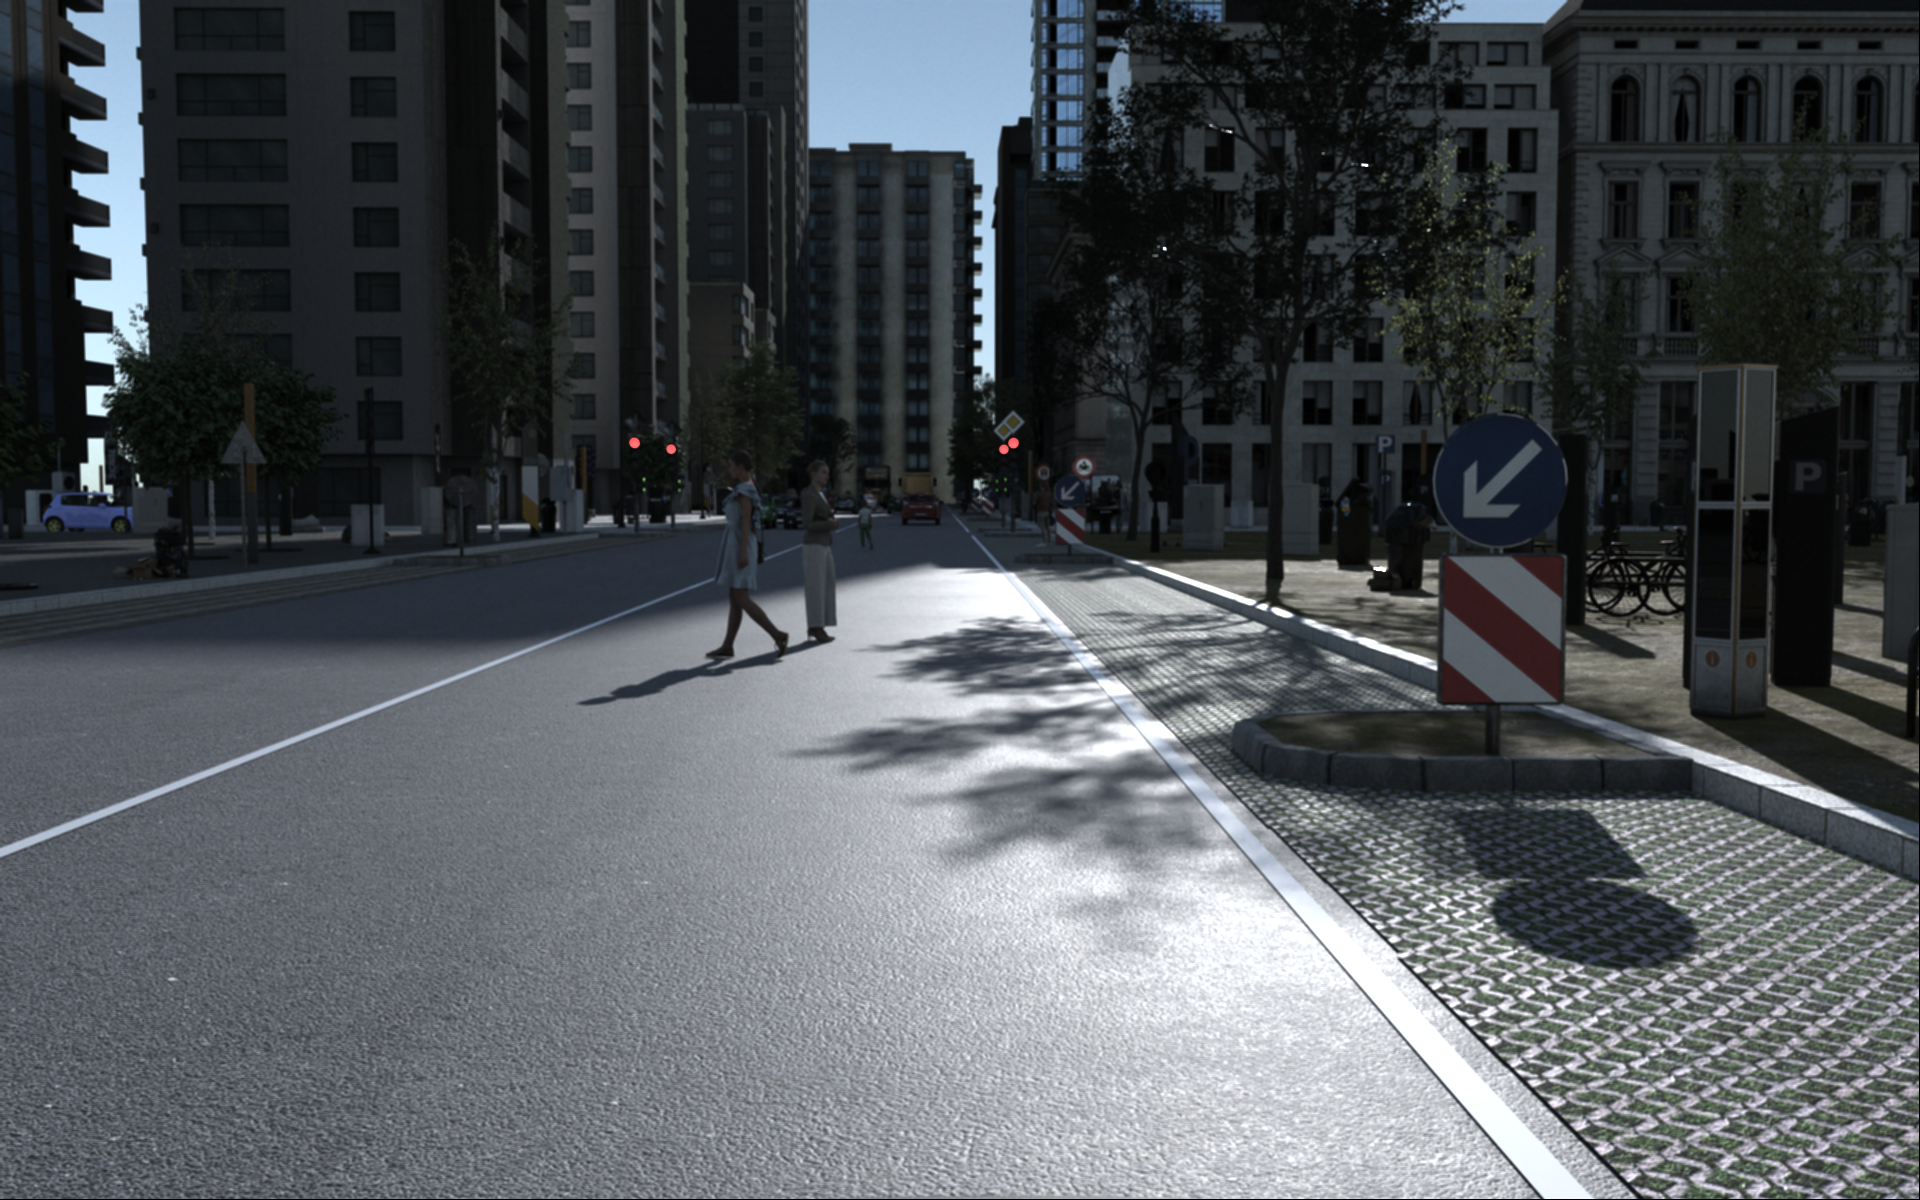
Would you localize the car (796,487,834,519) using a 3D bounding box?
[{"bbox_3d":[-8.318,-5.536,99.190,2.281,1.827,5.304,0,4,-1],"label":"car"}]

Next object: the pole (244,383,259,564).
[{"bbox_3d":[-13.057,-2.328,31.908,0.158,3.312,0.155,0,3,0],"label":"pole"}]

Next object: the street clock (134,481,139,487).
[{"bbox_3d":[-47.148,-5.785,99.146,0.358,2.002,0.471,-2,4,-30],"label":"street clock"}]

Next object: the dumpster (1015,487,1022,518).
[{"bbox_3d":[3.488,-5.248,91.555,1.264,1.857,1.865,0,4,-1],"label":"dumpster"}]

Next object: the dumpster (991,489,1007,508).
[{"bbox_3d":[2.919,-7.567,129.478,1.264,1.857,1.865,0,4,-1],"label":"dumpster"}]

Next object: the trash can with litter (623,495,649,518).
[{"bbox_3d":[-17.186,-4.926,91.595,2.233,1.210,1.678,0,4,3],"label":"trash can with litter"}]

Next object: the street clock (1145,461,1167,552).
[{"bbox_3d":[4.307,-2.054,38.161,0.471,2.002,0.358,0,4,2],"label":"street clock"}]

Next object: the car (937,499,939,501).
[{"bbox_3d":[-2.619,-7.629,136.731,2.014,1.417,4.499,0,4,-1],"label":"car"}]

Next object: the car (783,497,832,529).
[{"bbox_3d":[-6.263,-3.605,71.524,1.945,1.354,3.894,0,4,1],"label":"car"}]

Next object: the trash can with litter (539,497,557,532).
[{"bbox_3d":[-13.972,-2.870,58.312,0.624,1.170,1.055,-2,4,-30],"label":"trash can with litter"}]

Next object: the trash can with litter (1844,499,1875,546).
[{"bbox_3d":[21.968,-1.916,42.716,0.624,1.170,1.055,-2,4,-32],"label":"trash can with litter"}]

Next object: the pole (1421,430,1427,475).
[{"bbox_3d":[14.746,-3.749,55.136,0.158,3.312,0.155,0,3,0],"label":"pole"}]

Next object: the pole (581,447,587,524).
[{"bbox_3d":[-16.186,-4.940,74.607,0.158,3.312,0.155,0,3,0],"label":"pole"}]

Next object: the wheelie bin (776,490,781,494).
[{"bbox_3d":[-14.248,-7.752,134.650,0.980,1.594,0.693,0,4,-5],"label":"wheelie bin"}]

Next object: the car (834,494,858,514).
[{"bbox_3d":[-8.369,-6.922,124.968,2.131,1.459,4.920,0,4,-1],"label":"car"}]

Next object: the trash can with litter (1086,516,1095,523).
[{"bbox_3d":[5.585,-4.051,77.620,1.055,1.170,0.624,2,4,35],"label":"trash can with litter"}]

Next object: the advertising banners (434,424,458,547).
[{"bbox_3d":[-12.668,-2.841,42.641,0.090,3.025,2.074,-2,4,-29],"label":"advertising banners"}]

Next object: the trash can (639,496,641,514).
[{"bbox_3d":[-19.759,-5.733,105.384,0.748,1.137,0.748,0,3,0],"label":"trash can"}]

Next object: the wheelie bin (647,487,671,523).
[{"bbox_3d":[-13.275,-4.167,76.041,0.980,1.594,0.693,1,4,11],"label":"wheelie bin"}]

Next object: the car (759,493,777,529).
[{"bbox_3d":[-8.601,-3.860,71.910,1.959,1.807,4.718,0,4,-2],"label":"car"}]

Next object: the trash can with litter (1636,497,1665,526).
[{"bbox_3d":[27.342,-3.497,68.567,1.055,1.170,0.624,2,4,30],"label":"trash can with litter"}]

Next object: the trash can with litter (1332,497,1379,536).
[{"bbox_3d":[12.777,-2.639,54.203,2.233,1.210,1.678,1,4,10],"label":"trash can with litter"}]

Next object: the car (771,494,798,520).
[{"bbox_3d":[-8.679,-4.514,85.596,2.131,1.459,4.920,0,4,-1],"label":"car"}]

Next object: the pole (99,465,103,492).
[{"bbox_3d":[-60.855,-7.886,122.772,0.158,3.312,0.155,0,3,0],"label":"pole"}]

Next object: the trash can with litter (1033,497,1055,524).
[{"bbox_3d":[3.715,-3.909,75.303,1.055,1.170,0.624,1,4,23],"label":"trash can with litter"}]

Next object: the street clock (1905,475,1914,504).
[{"bbox_3d":[36.686,-3.824,67.095,0.471,2.002,0.358,-1,4,-22],"label":"street clock"}]

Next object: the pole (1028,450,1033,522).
[{"bbox_3d":[3.306,-5.327,80.944,0.158,3.312,0.155,0,3,0],"label":"pole"}]

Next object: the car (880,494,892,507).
[{"bbox_3d":[-8.314,-11.573,198.810,1.945,1.707,3.694,0,4,1],"label":"car"}]

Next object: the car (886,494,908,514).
[{"bbox_3d":[-4.278,-6.892,124.475,2.131,1.459,4.920,0,4,-1],"label":"car"}]

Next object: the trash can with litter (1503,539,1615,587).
[{"bbox_3d":[8.067,-0.785,23.898,2.233,1.210,1.678,0,4,4],"label":"trash can with litter"}]

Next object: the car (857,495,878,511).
[{"bbox_3d":[-8.259,-8.537,151.944,2.083,1.381,4.827,0,4,-1],"label":"car"}]

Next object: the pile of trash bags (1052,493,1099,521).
[{"bbox_3d":[5.540,-4.388,81.494,3.447,1.369,1.912,0,4,2],"label":"pile of trash bags"}]

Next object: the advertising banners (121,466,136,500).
[{"bbox_3d":[-50.215,-6.620,104.431,2.074,3.025,0.090,2,4,35],"label":"advertising banners"}]

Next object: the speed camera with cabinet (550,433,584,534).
[{"bbox_3d":[-12.921,-3.826,56.892,0.660,3.252,2.038,0,4,3],"label":"speed camera with cabinet"}]

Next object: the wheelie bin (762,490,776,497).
[{"bbox_3d":[-13.912,-7.111,124.174,0.693,1.594,0.980,1,4,21],"label":"wheelie bin"}]

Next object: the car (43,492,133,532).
[{"bbox_3d":[-30.928,-3.228,62.365,3.694,1.707,1.945,0,4,0],"label":"car"}]

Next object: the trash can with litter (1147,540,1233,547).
[{"bbox_3d":[5.697,-1.932,42.644,2.233,1.210,1.678,0,4,1],"label":"trash can with litter"}]

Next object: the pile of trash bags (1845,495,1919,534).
[{"bbox_3d":[29.337,-2.804,55.598,3.447,1.369,1.912,-1,4,-18],"label":"pile of trash bags"}]

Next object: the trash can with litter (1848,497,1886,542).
[{"bbox_3d":[24.609,-2.229,47.507,1.678,1.210,2.233,-2,4,-30],"label":"trash can with litter"}]

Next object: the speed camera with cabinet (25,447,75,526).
[{"bbox_3d":[-36.649,-4.615,69.794,0.660,3.252,2.038,1,4,16],"label":"speed camera with cabinet"}]

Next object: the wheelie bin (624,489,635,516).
[{"bbox_3d":[-19.521,-5.788,102.549,0.693,1.594,0.980,-1,4,-17],"label":"wheelie bin"}]

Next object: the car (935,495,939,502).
[{"bbox_3d":[-3.335,-10.986,191.980,2.083,1.381,4.827,0,4,1],"label":"car"}]

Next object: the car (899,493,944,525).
[{"bbox_3d":[-1.827,-4.440,81.638,2.155,1.783,4.494,0,4,-1],"label":"car"}]

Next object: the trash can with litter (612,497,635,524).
[{"bbox_3d":[-14.357,-3.836,74.112,1.055,1.170,0.624,0,4,-4],"label":"trash can with litter"}]

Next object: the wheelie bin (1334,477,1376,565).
[{"bbox_3d":[7.222,-1.450,31.624,0.693,1.594,0.980,1,4,19],"label":"wheelie bin"}]

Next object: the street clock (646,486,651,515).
[{"bbox_3d":[-18.770,-6.117,104.582,0.358,2.002,0.471,-1,4,-10],"label":"street clock"}]
